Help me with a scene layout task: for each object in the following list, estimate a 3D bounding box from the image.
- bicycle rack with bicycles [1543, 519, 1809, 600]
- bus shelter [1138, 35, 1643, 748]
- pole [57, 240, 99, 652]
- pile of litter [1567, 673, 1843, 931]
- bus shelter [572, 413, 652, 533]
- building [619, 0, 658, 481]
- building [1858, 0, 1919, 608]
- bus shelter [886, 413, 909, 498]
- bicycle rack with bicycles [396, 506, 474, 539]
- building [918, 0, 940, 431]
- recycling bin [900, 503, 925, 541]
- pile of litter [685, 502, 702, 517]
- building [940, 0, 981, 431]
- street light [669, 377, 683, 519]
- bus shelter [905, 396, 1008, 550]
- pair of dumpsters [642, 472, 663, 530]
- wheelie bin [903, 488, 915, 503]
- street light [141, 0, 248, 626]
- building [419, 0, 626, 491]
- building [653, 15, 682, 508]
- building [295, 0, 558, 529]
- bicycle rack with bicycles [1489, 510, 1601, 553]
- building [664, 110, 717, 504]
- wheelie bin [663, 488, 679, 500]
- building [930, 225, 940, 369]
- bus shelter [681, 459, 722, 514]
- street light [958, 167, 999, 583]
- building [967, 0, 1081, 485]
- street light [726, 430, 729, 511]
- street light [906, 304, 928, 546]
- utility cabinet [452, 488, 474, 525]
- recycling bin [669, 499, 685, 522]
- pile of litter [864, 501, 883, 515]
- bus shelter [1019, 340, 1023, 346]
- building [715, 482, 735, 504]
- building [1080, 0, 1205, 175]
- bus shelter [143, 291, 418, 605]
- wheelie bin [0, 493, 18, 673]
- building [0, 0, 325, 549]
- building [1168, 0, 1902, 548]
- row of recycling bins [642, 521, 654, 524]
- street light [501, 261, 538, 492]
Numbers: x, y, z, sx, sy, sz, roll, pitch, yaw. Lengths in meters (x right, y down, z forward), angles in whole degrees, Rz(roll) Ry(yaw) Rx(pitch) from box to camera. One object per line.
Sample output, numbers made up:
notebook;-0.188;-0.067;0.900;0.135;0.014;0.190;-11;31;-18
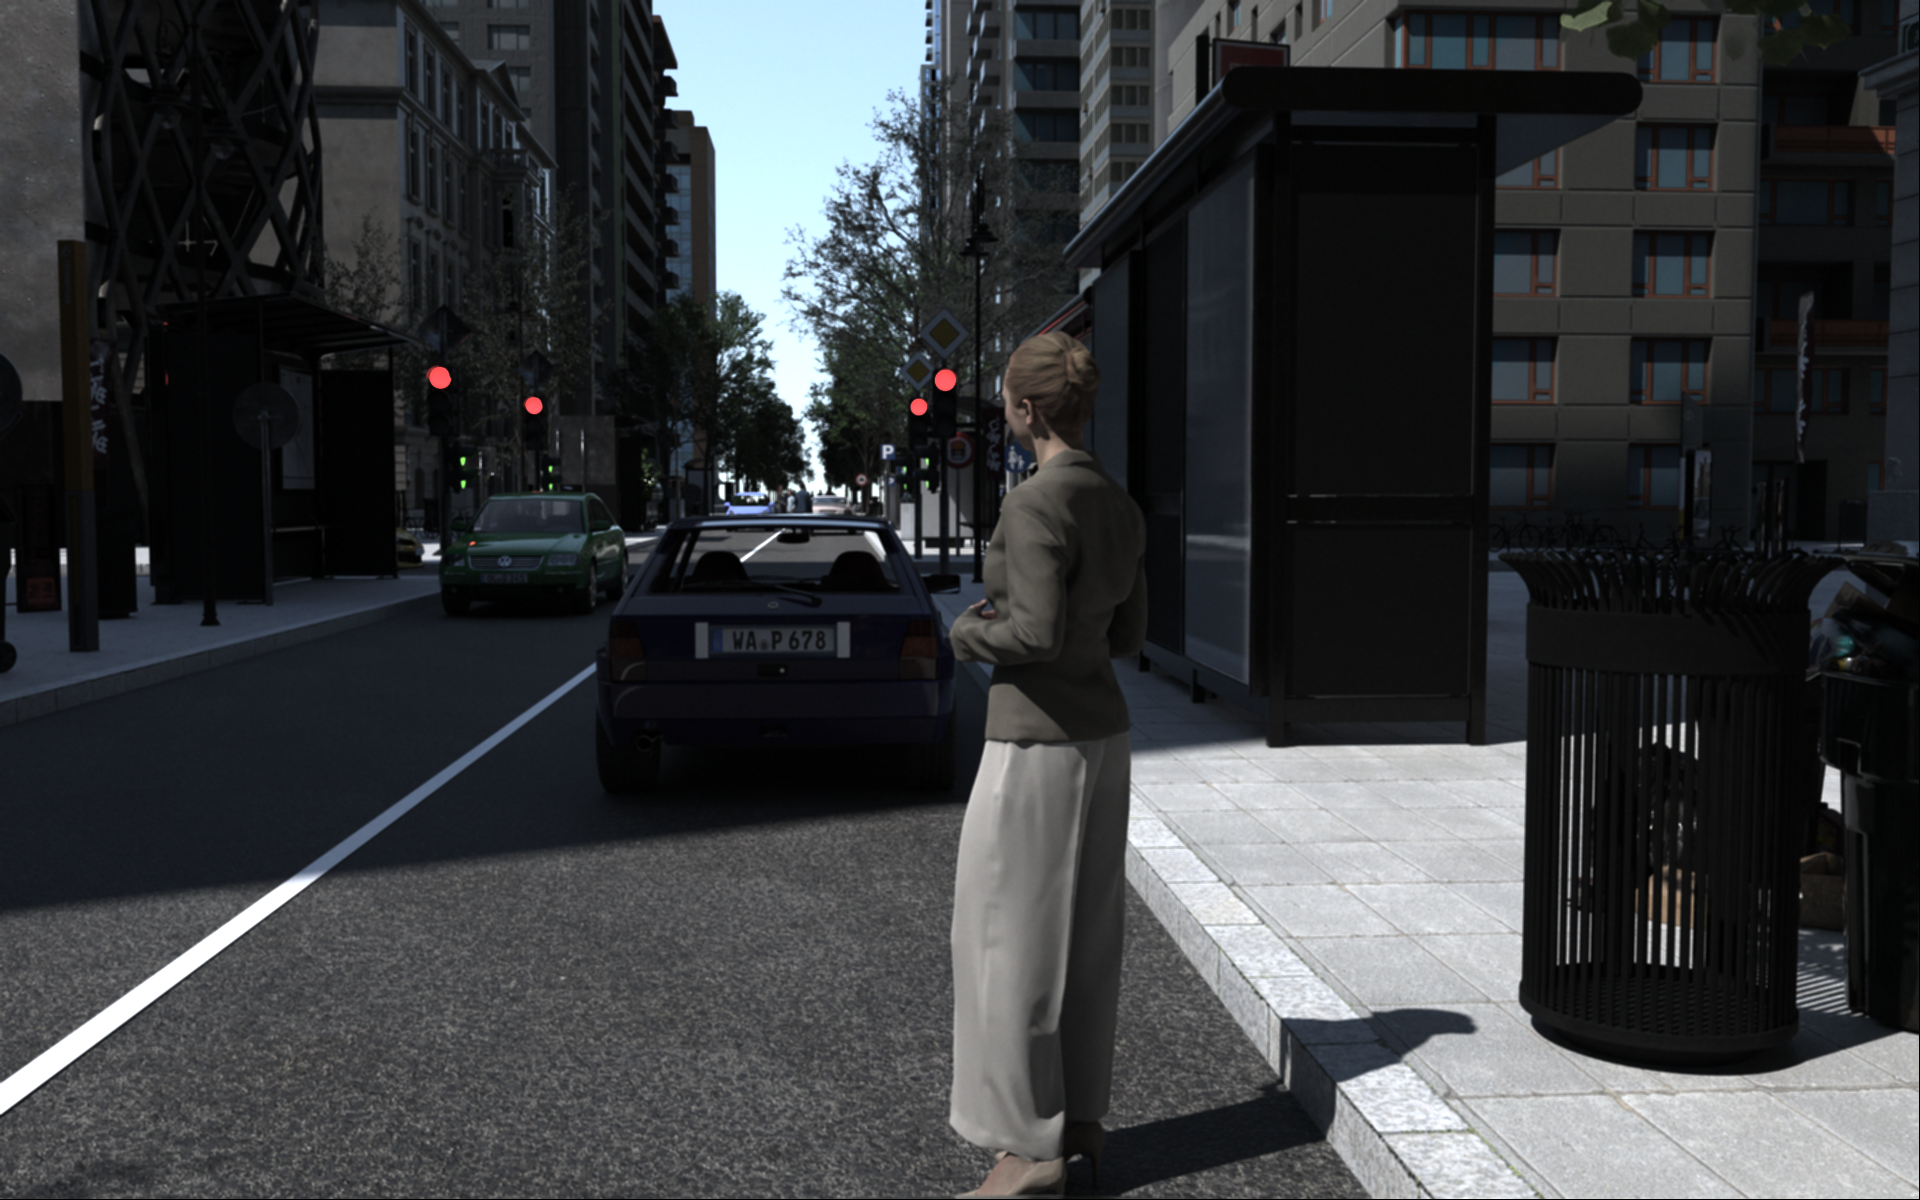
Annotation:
bicycle rack with bicycles;8.836;-0.469;21.053;2.925;0.926;2.852;1;4;12
bus shelter;2.050;-2.157;12.899;2.179;5.291;8.768;0;4;-4
pole;-7.151;-1.236;14.045;0.158;3.312;0.155;0;3;0
pile of litter;2.757;0.517;5.517;1.719;0.858;1.176;0;4;2
bus shelter;-10.668;-3.804;53.484;1.731;3.624;6.357;0;4;-4
building;-34.970;-31.044;131.269;21.300;48.544;21.600;0;4;-4
building;16.766;-13.443;7.183;14.401;28.519;23.554;0;4;-4
bus shelter;-2.579;-6.373;81.830;2.179;5.291;8.768;0;4;-4
bicycle rack with bicycles;-14.901;-2.242;50.045;2.852;0.926;2.925;-3;5;-43
building;2.818;-57.474;252.371;22.319;86.520;31.000;0;4;-4
recycling bin;-1.204;-2.148;47.674;0.722;1.027;0.722;1;4;14
pile of litter;-14.371;-4.928;94.534;1.719;0.858;1.176;1;4;15
building;8.584;-37.973;162.851;21.231;58.520;28.212;0;4;-4
street light;-11.177;-5.840;68.266;0.468;5.910;1.993;0;4;-4
bus shelter;-0.111;-2.732;38.587;2.014;3.302;5.546;0;4;-4
pair of dumpsters;-11.638;-3.655;62.257;1.574;2.255;4.437;0;4;-4
wheelie bin;-1.718;-3.514;65.356;0.980;1.594;0.693;-2;4;-33
street light;-7.330;-2.689;16.753;0.468;5.910;1.993;0;4;-4
building;-30.086;-26.324;113.993;14.154;41.232;14.086;0;4;-4
building;-37.095;-30.695;156.483;22.147;44.769;28.867;0;4;-4
building;-26.730;-15.929;79.531;14.460;24.649;34.723;0;4;-4
bicycle rack with bicycles;13.249;-1.483;37.628;2.852;0.926;2.925;-2;4;-25
building;-36.364;-34.003;206.051;14.600;45.320;14.200;0;4;-4
wheelie bin;-14.530;-4.818;86.678;0.980;1.594;0.693;0;4;1
building;8.897;-32.650;225.704;32.217;40.220;23.993;0;4;-4
bus shelter;-15.132;-6.589;101.650;2.014;3.302;5.546;0;4;-4
street light;0.259;-3.188;24.915;0.468;5.910;1.993;0;4;-4
building;12.222;-31.464;134.048;23.786;49.044;30.456;0;4;-4
street light;-13.612;-7.858;101.265;0.468;5.910;1.993;0;4;-4
street light;-1.058;-4.257;42.389;0.468;5.910;1.993;0;4;-4
utility cabinet;-17.304;-3.147;60.137;0.318;1.500;1.173;-3;5;-44
recycling bin;-14.534;-4.675;88.995;0.722;1.027;0.722;-1;4;-9
pile of litter;-5.067;-5.596;105.464;1.719;0.858;1.176;-1;4;-17
bus shelter;1.995;-2.698;21.743;2.179;5.291;8.768;0;4;-4
building;-49.015;-34.083;249.138;32.217;40.220;23.993;0;4;-4
building;19.842;-24.876;98.609;32.217;40.220;23.993;0;4;-4
bus shelter;-8.828;-1.950;23.158;1.731;3.624;6.357;0;4;-4
wheelie bin;-7.194;-0.270;12.321;0.980;1.594;0.693;2;4;25
building;-26.919;-11.036;47.897;16.820;18.784;16.811;0;4;-4
building;23.508;-12.835;54.892;28.899;21.520;27.650;0;4;-4
row of recycling bins;-13.935;-4.211;75.960;1.069;1.692;3.534;0;4;-3
street light;-8.754;-3.779;34.577;0.468;5.910;1.993;0;4;-4
